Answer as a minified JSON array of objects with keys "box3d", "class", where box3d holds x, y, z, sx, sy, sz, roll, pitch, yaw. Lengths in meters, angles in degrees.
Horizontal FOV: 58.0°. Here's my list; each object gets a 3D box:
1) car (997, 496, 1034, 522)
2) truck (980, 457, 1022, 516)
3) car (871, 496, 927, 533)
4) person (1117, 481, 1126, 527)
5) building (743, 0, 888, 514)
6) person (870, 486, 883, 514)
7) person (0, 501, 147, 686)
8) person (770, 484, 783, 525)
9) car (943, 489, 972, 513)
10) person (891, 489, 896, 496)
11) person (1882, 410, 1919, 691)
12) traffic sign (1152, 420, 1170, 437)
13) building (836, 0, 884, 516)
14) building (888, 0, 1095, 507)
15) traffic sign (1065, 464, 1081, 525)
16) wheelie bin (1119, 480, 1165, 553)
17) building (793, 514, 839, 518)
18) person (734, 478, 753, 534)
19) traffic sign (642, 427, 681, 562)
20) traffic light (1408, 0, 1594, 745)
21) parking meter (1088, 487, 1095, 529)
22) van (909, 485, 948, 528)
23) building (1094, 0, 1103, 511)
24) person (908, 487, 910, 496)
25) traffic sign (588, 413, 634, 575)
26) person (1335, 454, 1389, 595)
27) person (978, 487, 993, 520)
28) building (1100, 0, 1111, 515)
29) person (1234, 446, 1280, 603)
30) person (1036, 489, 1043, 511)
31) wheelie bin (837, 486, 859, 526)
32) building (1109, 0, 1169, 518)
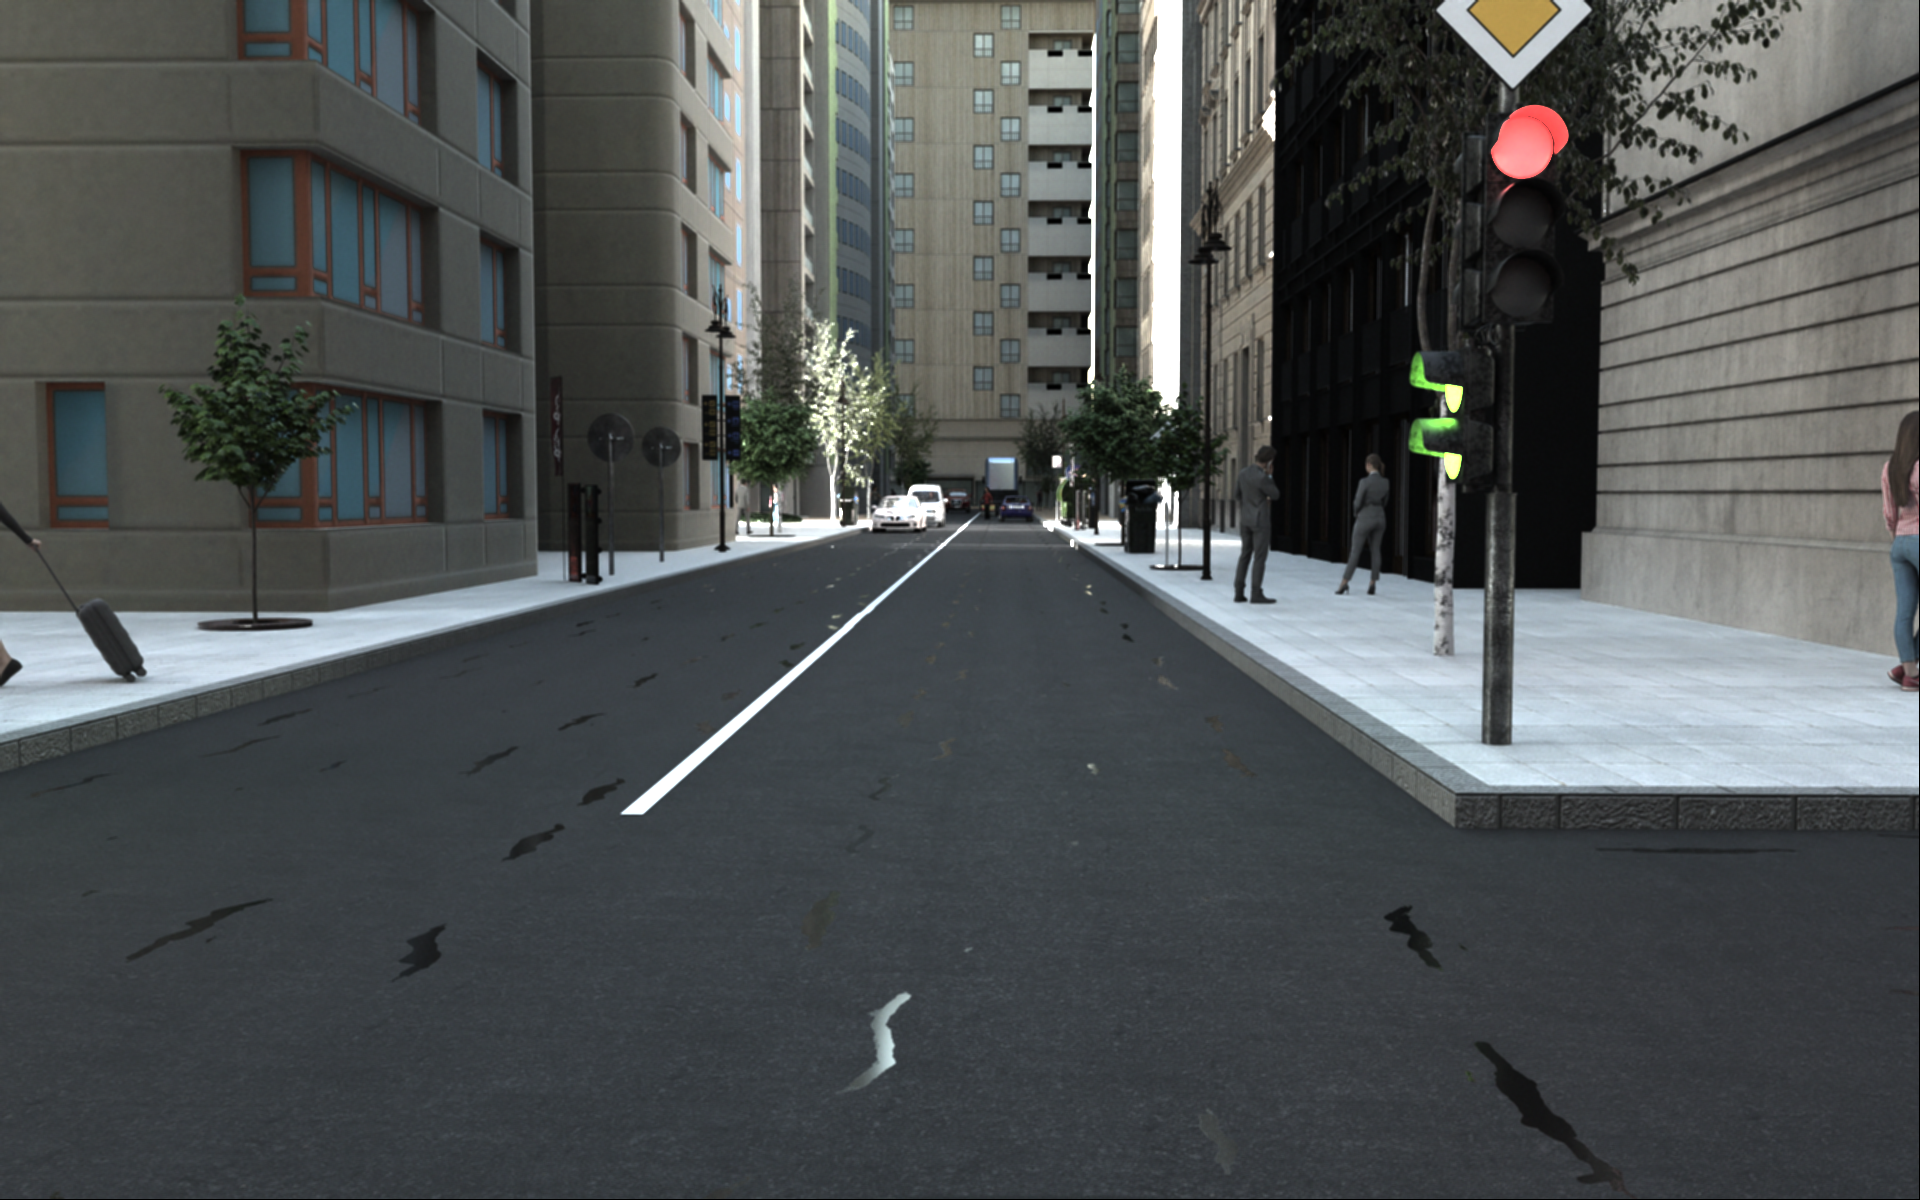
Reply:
[{"box3d":[2.888,-4.731,89.930,1.945,1.354,3.894,0,4,0],"class":"car"},{"box3d":[2.841,-8.051,121.398,2.967,4.110,18.799,0,4,2],"class":"truck"},{"box3d":[-2.285,-3.278,65.964,2.083,1.381,4.827,0,4,3],"class":"car"},{"box3d":[6.347,-3.747,67.495,0.473,1.802,0.592,2,4,30],"class":"person"},{"box3d":[-12.952,-27.589,134.678,14.154,41.232,14.086,0,4,1],"class":"building"},{"box3d":[-4.666,-5.471,96.220,0.721,1.735,1.217,3,4,36],"class":"person"},{"box3d":[-6.222,-0.316,11.420,1.509,1.804,0.699,-2,4,-30],"class":"person"},{"box3d":[-7.633,-3.993,72.167,0.563,1.720,0.643,1,4,19],"class":"person"},{"box3d":[-0.230,-7.535,131.873,2.281,1.827,5.304,0,4,1],"class":"car"},{"box3d":[-4.544,-6.760,118.042,0.415,1.643,0.593,1,4,16],"class":"person"},{"box3d":[6.262,-0.319,11.271,0.388,1.821,0.555,-1,4,-21],"class":"person"},{"box3d":[3.716,-1.904,30.863,0.795,2.593,0.064,0,4,2],"class":"traffic sign"},{"box3d":[-16.456,-34.903,112.669,21.231,58.520,28.212,0,4,1],"class":"building"},{"box3d":[2.640,-36.368,183.854,27.495,52.752,28.713,0,4,1],"class":"building"},{"box3d":[4.721,-4.364,71.465,0.768,2.556,0.104,0,4,7],"class":"traffic sign"},{"box3d":[3.966,-1.821,37.678,0.980,1.594,0.693,0,4,-3],"class":"wheelie bin"},{"box3d":[-14.092,-24.943,91.417,14.154,41.232,14.086,0,4,1],"class":"building"},{"box3d":[-6.927,-2.990,55.207,0.678,1.792,0.850,2,4,25],"class":"person"},{"box3d":[-5.651,-1.997,32.752,0.768,2.556,0.104,0,4,7],"class":"traffic sign"},{"box3d":[2.742,-1.216,8.796,0.839,4.253,0.868,0,4,1],"class":"traffic light"},{"box3d":[4.961,-3.432,64.522,0.372,1.533,0.369,0,3,0],"class":"parking meter"},{"box3d":[-1.519,-4.183,75.403,2.013,2.044,4.112,0,4,2],"class":"van"},{"box3d":[17.009,-29.058,125.203,14.600,45.320,14.200,0,4,1],"class":"building"},{"box3d":[-3.379,-6.557,113.773,0.721,1.766,1.217,0,4,-5],"class":"person"},{"box3d":[-5.517,-1.667,27.355,0.768,2.556,0.104,1,4,9],"class":"traffic sign"},{"box3d":[5.144,-0.966,22.119,0.520,1.790,0.573,-3,5,-42],"class":"person"},{"box3d":[1.468,-5.328,95.545,0.705,1.831,1.348,-2,4,-33],"class":"person"},{"box3d":[16.004,-26.136,110.916,14.154,41.232,14.086,0,4,1],"class":"building"},{"box3d":[3.518,-0.893,20.454,0.447,1.846,0.655,-2,4,-32],"class":"person"},{"box3d":[6.025,-7.568,131.247,0.415,1.643,0.593,3,4,37],"class":"person"},{"box3d":[-4.502,-3.797,69.996,0.980,1.594,0.693,1,4,18],"class":"wheelie bin"},{"box3d":[15.302,-19.894,96.966,14.160,30.474,14.107,0,4,1],"class":"building"}]
